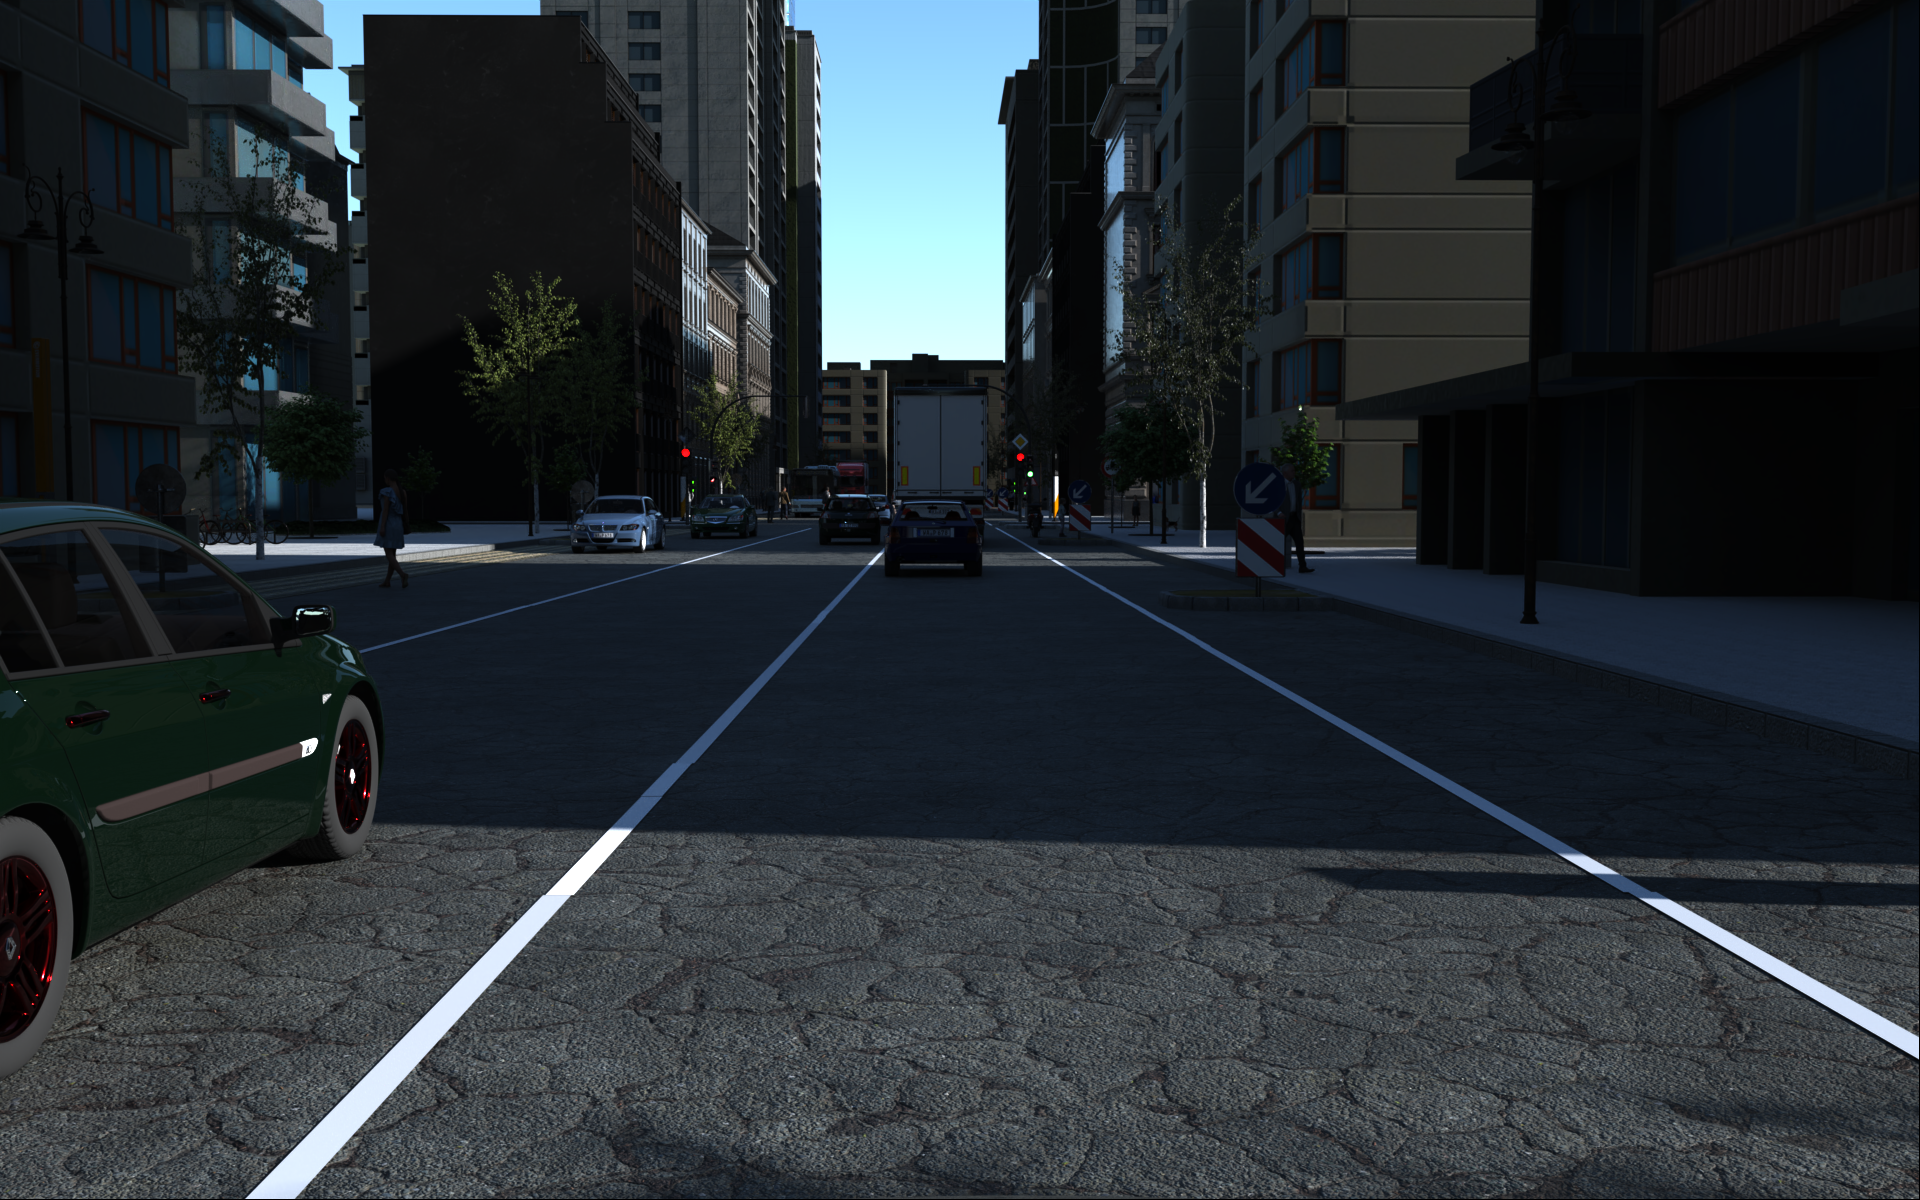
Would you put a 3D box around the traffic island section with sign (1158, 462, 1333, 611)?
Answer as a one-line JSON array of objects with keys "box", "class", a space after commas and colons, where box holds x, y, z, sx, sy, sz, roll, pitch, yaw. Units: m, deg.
[{"box": [3.597, -0.831, 22.210, 1.989, 1.847, 2.006, 0, 4, -1], "class": "traffic island section with sign"}]

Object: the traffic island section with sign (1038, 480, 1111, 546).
[{"box": [3.229, -2.479, 49.163, 1.989, 1.847, 2.006, 0, 4, -1], "class": "traffic island section with sign"}]

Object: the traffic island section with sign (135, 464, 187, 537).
[{"box": [-10.330, -0.813, 21.920, 1.989, 1.847, 2.006, 0, 4, -1], "class": "traffic island section with sign"}]

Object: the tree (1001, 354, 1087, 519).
[{"box": [4.481, -8.557, 90.272, 4.360, 8.622, 3.978, 0, 3, 0], "class": "tree"}]

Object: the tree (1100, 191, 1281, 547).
[{"box": [5.599, -5.565, 41.358, 4.360, 8.622, 3.978, 0, 3, 0], "class": "tree"}]

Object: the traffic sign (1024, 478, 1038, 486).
[{"box": [4.421, -6.596, 107.844, 0.884, 2.594, 0.081, 0, 4, 4], "class": "traffic sign"}]

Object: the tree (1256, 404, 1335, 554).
[{"box": [7.193, -2.605, 37.198, 1.663, 3.219, 1.824, 0, 3, 0], "class": "tree"}]

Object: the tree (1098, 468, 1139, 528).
[{"box": [6.002, -4.343, 65.615, 1.663, 3.219, 1.824, 0, 3, 0], "class": "tree"}]

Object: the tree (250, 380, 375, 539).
[{"box": [-18.720, -4.061, 50.117, 4.285, 4.588, 4.351, 0, 3, 0], "class": "tree"}]

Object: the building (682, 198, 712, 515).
[{"box": [-21.136, -15.691, 105.692, 9.793, 20.994, 18.267, 0, 4, -1], "class": "building"}]

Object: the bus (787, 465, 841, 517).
[{"box": [-9.008, -6.978, 108.951, 2.948, 3.499, 13.247, 0, 4, -2], "class": "bus"}]

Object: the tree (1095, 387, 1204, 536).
[{"box": [5.914, -4.276, 53.631, 4.285, 4.588, 4.351, 0, 3, 0], "class": "tree"}]

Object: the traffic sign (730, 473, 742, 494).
[{"box": [-13.687, -6.472, 105.927, 0.768, 2.556, 0.104, 1, 4, 9], "class": "traffic sign"}]

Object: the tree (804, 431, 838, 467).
[{"box": [-15.965, -15.292, 200.391, 4.360, 8.622, 3.978, 0, 3, 0], "class": "tree"}]

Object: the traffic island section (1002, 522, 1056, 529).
[{"box": [2.908, -3.044, 72.058, 2.009, 0.180, 2.903, 0, 4, -1], "class": "traffic island section"}]

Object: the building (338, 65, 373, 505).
[{"box": [-59.437, -38.155, 213.069, 27.495, 52.752, 28.713, 0, 4, -1], "class": "building"}]

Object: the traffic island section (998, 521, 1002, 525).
[{"box": [2.798, -3.533, 80.042, 2.009, 0.180, 2.903, 0, 4, -1], "class": "traffic island section"}]

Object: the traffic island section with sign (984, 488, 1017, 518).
[{"box": [2.464, -5.895, 105.007, 1.989, 1.847, 2.006, 0, 4, -1], "class": "traffic island section with sign"}]

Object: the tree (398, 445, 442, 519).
[{"box": [-21.123, -4.489, 67.999, 1.663, 3.219, 1.824, 0, 3, 0], "class": "tree"}]

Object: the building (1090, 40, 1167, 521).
[{"box": [16.863, -15.703, 85.620, 19.941, 23.489, 11.050, 0, 4, -1], "class": "building"}]

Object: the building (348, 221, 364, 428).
[{"box": [-79.318, -34.410, 246.204, 14.086, 41.232, 14.154, 0, 4, -1], "class": "building"}]

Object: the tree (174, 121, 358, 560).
[{"box": [-13.924, -5.092, 33.609, 4.360, 8.622, 3.978, 0, 3, 0], "class": "tree"}]

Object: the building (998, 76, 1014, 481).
[{"box": [19.502, -38.271, 214.970, 28.713, 52.752, 27.495, 0, 4, -1], "class": "building"}]

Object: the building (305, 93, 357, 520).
[{"box": [-40.557, -14.466, 85.675, 18.267, 20.994, 9.793, 0, 4, -1], "class": "building"}]

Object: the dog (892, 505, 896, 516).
[{"box": [-3.752, -4.944, 97.666, 0.513, 0.831, 0.800, 1, 4, 15], "class": "dog"}]

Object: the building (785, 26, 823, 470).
[{"box": [-31.640, -41.293, 217.134, 28.212, 58.520, 21.231, 0, 4, -1], "class": "building"}]

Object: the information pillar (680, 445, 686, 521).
[{"box": [-13.147, -5.567, 82.378, 0.183, 3.616, 0.504, 1, 4, 19], "class": "information pillar"}]

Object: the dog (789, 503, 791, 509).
[{"box": [-14.380, -8.080, 146.482, 0.800, 0.831, 0.513, 2, 4, 23], "class": "dog"}]

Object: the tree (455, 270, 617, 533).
[{"box": [-14.021, -6.472, 56.187, 4.737, 8.622, 4.395, 0, 3, 0], "class": "tree"}]

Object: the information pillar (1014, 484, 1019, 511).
[{"box": [4.209, -7.619, 129.056, 0.304, 2.012, 0.304, 0, 4, 4], "class": "information pillar"}]

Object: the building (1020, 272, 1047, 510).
[{"box": [10.329, -18.171, 146.251, 9.793, 20.994, 18.267, 0, 4, -1], "class": "building"}]

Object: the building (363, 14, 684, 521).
[{"box": [-21.506, -15.836, 88.594, 12.332, 23.373, 15.834, 0, 4, -1], "class": "building"}]

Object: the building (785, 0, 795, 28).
[{"box": [-34.874, -57.286, 249.292, 31.000, 86.520, 22.319, 0, 4, -1], "class": "building"}]

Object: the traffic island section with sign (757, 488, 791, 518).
[{"box": [-11.448, -5.861, 104.458, 1.989, 1.847, 2.006, 0, 4, -1], "class": "traffic island section with sign"}]

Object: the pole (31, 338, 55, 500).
[{"box": [-12.031, -1.769, 22.759, 0.158, 3.312, 0.155, 0, 3, 0], "class": "pole"}]

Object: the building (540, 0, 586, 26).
[{"box": [-26.966, -44.365, 163.613, 20.563, 71.187, 20.611, 0, 4, -1], "class": "building"}]

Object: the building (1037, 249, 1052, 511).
[{"box": [11.983, -17.749, 126.356, 11.583, 22.565, 21.152, 0, 4, -1], "class": "building"}]

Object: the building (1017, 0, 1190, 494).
[{"box": [16.233, -44.681, 168.791, 20.563, 71.187, 20.611, 0, 4, -1], "class": "building"}]

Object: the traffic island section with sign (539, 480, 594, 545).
[{"box": [-10.687, -2.461, 48.872, 1.989, 1.847, 2.006, 0, 4, -1], "class": "traffic island section with sign"}]

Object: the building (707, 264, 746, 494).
[{"box": [-21.696, -15.893, 124.485, 10.561, 19.102, 19.286, 0, 4, -1], "class": "building"}]

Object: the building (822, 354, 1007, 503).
[{"box": [-4.972, -25.067, 254.887, 28.899, 21.520, 27.650, 0, 4, -1], "class": "building"}]

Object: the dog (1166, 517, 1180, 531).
[{"box": [7.271, -2.614, 59.565, 0.406, 0.507, 0.540, 2, 4, 32], "class": "dog"}]

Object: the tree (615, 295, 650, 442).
[{"box": [-13.494, -6.953, 64.051, 4.737, 8.622, 4.395, 0, 3, 0], "class": "tree"}]

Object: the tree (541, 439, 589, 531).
[{"box": [-13.834, -4.029, 60.468, 1.663, 3.219, 1.824, 0, 3, 0], "class": "tree"}]

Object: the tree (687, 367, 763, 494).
[{"box": [-13.661, -9.188, 100.588, 4.737, 8.622, 4.395, 0, 3, 0], "class": "tree"}]

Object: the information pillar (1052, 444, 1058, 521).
[{"box": [4.495, -5.505, 81.355, 0.183, 3.616, 0.504, 2, 4, 24], "class": "information pillar"}]

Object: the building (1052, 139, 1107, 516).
[{"box": [12.402, -17.015, 107.878, 12.332, 23.373, 15.834, 0, 4, -1], "class": "building"}]

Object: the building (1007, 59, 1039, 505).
[{"box": [16.261, -34.670, 190.550, 21.300, 48.544, 21.600, 0, 4, -1], "class": "building"}]

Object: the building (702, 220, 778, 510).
[{"box": [-21.535, -19.271, 143.954, 11.050, 23.489, 19.941, 0, 4, -1], "class": "building"}]

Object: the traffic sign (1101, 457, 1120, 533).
[{"box": [4.976, -3.451, 56.532, 0.768, 2.556, 0.104, 0, 4, 6], "class": "traffic sign"}]

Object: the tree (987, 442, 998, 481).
[{"box": [3.126, -17.224, 231.976, 4.737, 8.622, 4.395, 0, 3, 0], "class": "tree"}]

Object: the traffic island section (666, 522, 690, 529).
[{"box": [-11.332, -3.033, 71.868, 2.009, 0.180, 2.903, 0, 4, -1], "class": "traffic island section"}]

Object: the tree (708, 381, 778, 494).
[{"box": [-13.915, -9.811, 110.766, 4.360, 8.622, 3.978, 0, 3, 0], "class": "tree"}]

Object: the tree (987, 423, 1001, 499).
[{"box": [3.584, -13.276, 167.420, 4.360, 8.622, 3.978, 0, 3, 0], "class": "tree"}]
